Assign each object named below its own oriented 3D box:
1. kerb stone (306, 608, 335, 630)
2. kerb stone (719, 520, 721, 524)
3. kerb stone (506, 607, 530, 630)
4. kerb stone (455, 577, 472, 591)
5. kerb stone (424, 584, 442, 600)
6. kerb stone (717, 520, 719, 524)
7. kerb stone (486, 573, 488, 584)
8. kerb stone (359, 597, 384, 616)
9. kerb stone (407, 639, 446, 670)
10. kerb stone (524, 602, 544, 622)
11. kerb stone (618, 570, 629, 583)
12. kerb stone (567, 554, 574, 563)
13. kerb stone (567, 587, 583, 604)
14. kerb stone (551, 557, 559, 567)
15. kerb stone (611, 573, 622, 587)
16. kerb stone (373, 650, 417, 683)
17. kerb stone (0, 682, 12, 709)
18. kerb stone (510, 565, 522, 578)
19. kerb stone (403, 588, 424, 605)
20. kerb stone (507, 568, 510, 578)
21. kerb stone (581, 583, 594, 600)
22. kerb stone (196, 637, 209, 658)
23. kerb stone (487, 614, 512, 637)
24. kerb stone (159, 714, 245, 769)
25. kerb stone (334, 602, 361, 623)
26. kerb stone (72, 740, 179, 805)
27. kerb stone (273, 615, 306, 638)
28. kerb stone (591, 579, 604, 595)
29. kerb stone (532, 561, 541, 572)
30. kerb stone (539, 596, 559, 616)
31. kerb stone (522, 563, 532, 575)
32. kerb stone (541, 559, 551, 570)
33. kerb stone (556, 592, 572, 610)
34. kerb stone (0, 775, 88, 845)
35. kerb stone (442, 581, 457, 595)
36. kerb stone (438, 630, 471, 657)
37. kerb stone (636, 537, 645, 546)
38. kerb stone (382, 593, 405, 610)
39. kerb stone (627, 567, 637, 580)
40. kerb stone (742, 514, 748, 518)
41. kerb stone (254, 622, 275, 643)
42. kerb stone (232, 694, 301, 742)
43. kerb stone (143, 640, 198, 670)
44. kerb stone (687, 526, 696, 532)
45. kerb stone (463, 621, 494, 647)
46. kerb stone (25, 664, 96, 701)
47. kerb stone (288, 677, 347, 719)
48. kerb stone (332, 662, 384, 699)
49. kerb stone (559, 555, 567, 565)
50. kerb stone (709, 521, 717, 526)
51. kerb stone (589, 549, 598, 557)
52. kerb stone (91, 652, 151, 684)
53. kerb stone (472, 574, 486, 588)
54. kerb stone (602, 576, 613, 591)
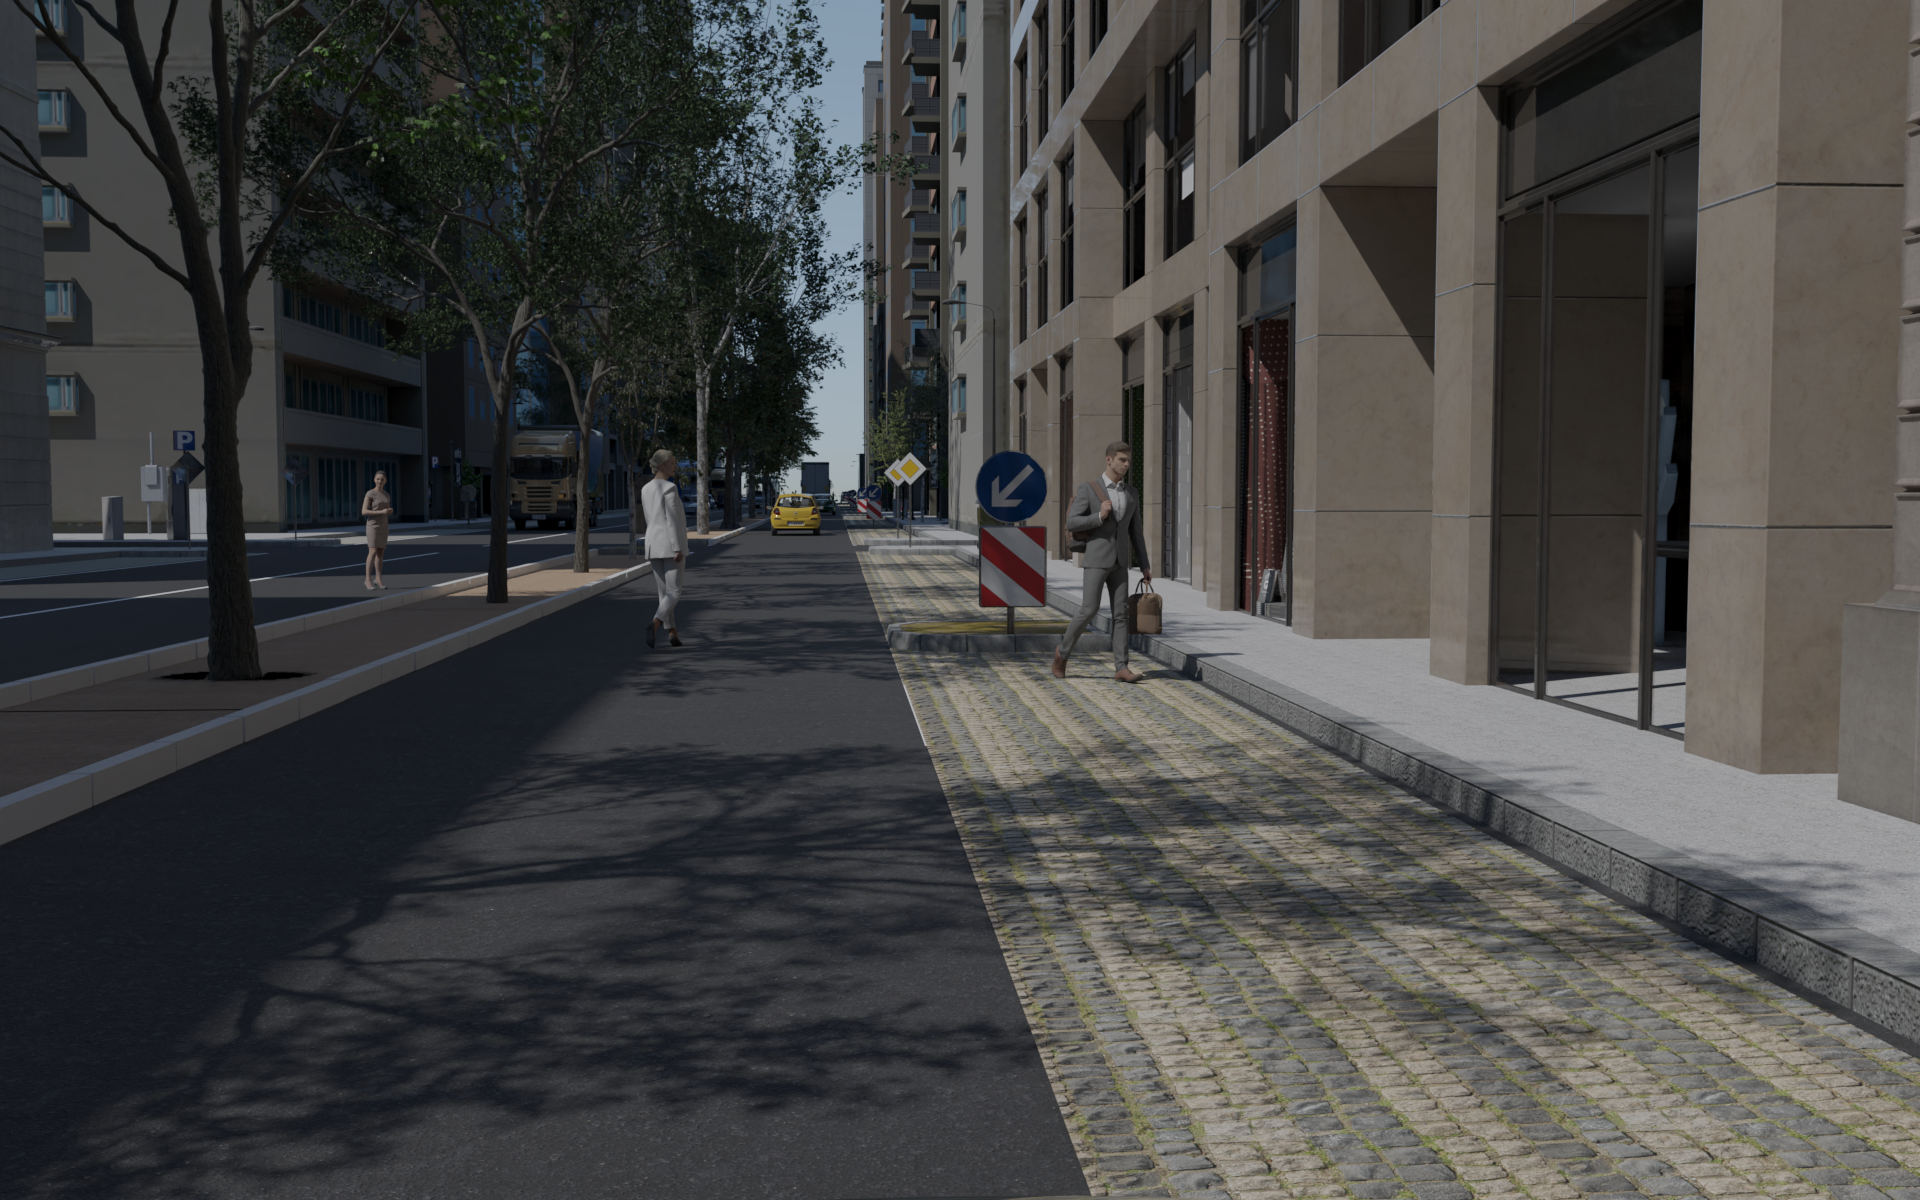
[{"bbox_3d":[-6.913,0.225,18.517,0.120,0.150,1.000,0,4,-4],"label":"kerb stone"},{"bbox_3d":[-11.473,-3.623,81.433,0.120,0.150,1.000,0,4,-4],"label":"kerb stone"},{"bbox_3d":[-4.816,0.215,18.672,0.120,0.150,1.000,0,4,-4],"label":"kerb stone"},{"bbox_3d":[-7.435,-0.210,25.658,0.120,0.150,1.000,0,4,-4],"label":"kerb stone"},{"bbox_3d":[-7.278,-0.087,23.619,0.120,0.150,1.000,0,4,-4],"label":"kerb stone"},{"bbox_3d":[-11.413,-3.560,80.404,0.120,0.150,1.000,0,4,-4],"label":"kerb stone"},{"bbox_3d":[-7.577,-0.337,27.702,0.120,0.150,1.000,0,4,-4],"label":"kerb stone"},{"bbox_3d":[-7.063,0.100,20.560,0.120,0.150,1.000,0,4,-4],"label":"kerb stone"},{"bbox_3d":[-4.519,0.466,14.578,0.120,0.150,1.000,0,4,-4],"label":"kerb stone"},{"bbox_3d":[-4.904,0.153,19.691,0.120,0.150,1.000,0,4,-4],"label":"kerb stone"},{"bbox_3d":[-5.491,-0.347,27.872,0.120,0.150,1.000,0,4,-4],"label":"kerb stone"},{"bbox_3d":[-8.188,-0.838,35.898,0.120,0.150,1.000,0,4,-4],"label":"kerb stone"},{"bbox_3d":[-5.119,-0.031,22.765,0.120,0.150,1.000,0,4,-4],"label":"kerb stone"},{"bbox_3d":[-8.029,-0.713,33.848,0.120,0.150,1.000,0,4,-4],"label":"kerb stone"},{"bbox_3d":[-5.407,-0.285,26.849,0.120,0.150,1.000,0,4,-4],"label":"kerb stone"},{"bbox_3d":[-4.454,0.529,13.553,0.120,0.150,1.000,0,4,-4],"label":"kerb stone"},{"bbox_3d":[-6.396,0.666,11.365,0.120,0.150,1.000,0,4,-4],"label":"kerb stone"},{"bbox_3d":[-7.721,-0.462,29.751,0.120,0.150,1.000,0,4,-4],"label":"kerb stone"},{"bbox_3d":[-7.205,-0.024,22.599,0.120,0.150,1.000,0,4,-4],"label":"kerb stone"},{"bbox_3d":[-7.658,-0.400,28.731,0.120,0.150,1.000,0,4,-4],"label":"kerb stone"},{"bbox_3d":[-5.191,-0.091,23.785,0.120,0.150,1.000,0,4,-4],"label":"kerb stone"},{"bbox_3d":[-6.684,0.412,15.459,0.120,0.150,1.000,0,4,-4],"label":"kerb stone"},{"bbox_3d":[-4.744,0.278,17.653,0.120,0.150,1.000,0,4,-4],"label":"kerb stone"},{"bbox_3d":[-4.155,0.778,9.472,0.120,0.150,1.000,0,4,-4],"label":"kerb stone"},{"bbox_3d":[-6.985,0.162,19.540,0.120,0.150,1.000,0,4,-4],"label":"kerb stone"},{"bbox_3d":[-4.079,0.841,8.453,0.120,0.150,1.000,0,4,-4],"label":"kerb stone"},{"bbox_3d":[-6.843,0.287,17.497,0.120,0.150,1.000,0,4,-4],"label":"kerb stone"},{"bbox_3d":[-5.266,-0.160,24.810,0.120,0.150,1.000,0,4,-4],"label":"kerb stone"},{"bbox_3d":[-7.879,-0.588,31.806,0.120,0.150,1.000,0,4,-4],"label":"kerb stone"},{"bbox_3d":[-4.969,0.091,20.711,0.120,0.150,1.000,0,4,-4],"label":"kerb stone"},{"bbox_3d":[-7.797,-0.525,30.774,0.120,0.150,1.000,0,4,-4],"label":"kerb stone"},{"bbox_3d":[-7.951,-0.648,32.826,0.120,0.150,1.000,0,4,-4],"label":"kerb stone"},{"bbox_3d":[-5.042,0.031,21.736,0.120,0.150,1.000,0,4,-4],"label":"kerb stone"},{"bbox_3d":[-4.003,0.903,7.434,0.120,0.150,1.000,0,4,-4],"label":"kerb stone"},{"bbox_3d":[-7.362,-0.145,24.639,0.120,0.150,1.000,0,4,-4],"label":"kerb stone"},{"bbox_3d":[-4.594,0.405,15.597,0.120,0.150,1.000,0,4,-4],"label":"kerb stone"},{"bbox_3d":[-9.181,-1.685,49.738,0.120,0.150,1.000,0,4,-4],"label":"kerb stone"},{"bbox_3d":[-7.134,0.038,21.579,0.120,0.150,1.000,0,4,-4],"label":"kerb stone"},{"bbox_3d":[-5.556,-0.408,28.901,0.120,0.150,1.000,0,4,-4],"label":"kerb stone"},{"bbox_3d":[-13.482,-5.311,109.038,0.120,0.150,1.000,0,4,-4],"label":"kerb stone"},{"bbox_3d":[-6.766,0.350,16.478,0.120,0.150,1.000,0,4,-4],"label":"kerb stone"},{"bbox_3d":[-4.223,0.716,10.493,0.120,0.150,1.000,0,4,-4],"label":"kerb stone"},{"bbox_3d":[-6.619,0.474,14.439,0.120,0.150,1.000,0,4,-4],"label":"kerb stone"},{"bbox_3d":[-10.442,-2.747,67.118,0.120,0.150,1.000,0,4,-4],"label":"kerb stone"},{"bbox_3d":[-4.662,0.341,16.624,0.120,0.150,1.000,0,4,-4],"label":"kerb stone"},{"bbox_3d":[-6.474,0.602,12.390,0.120,0.150,1.000,0,4,-4],"label":"kerb stone"},{"bbox_3d":[-4.296,0.657,11.513,0.120,0.150,1.000,0,4,-4],"label":"kerb stone"},{"bbox_3d":[-4.380,0.591,12.531,0.120,0.150,1.000,0,4,-4],"label":"kerb stone"},{"bbox_3d":[-8.100,-0.776,34.876,0.120,0.150,1.000,0,4,-4],"label":"kerb stone"},{"bbox_3d":[-11.331,-3.495,79.386,0.120,0.150,1.000,0,4,-4],"label":"kerb stone"},{"bbox_3d":[-8.475,-1.088,39.992,0.120,0.150,1.000,0,4,-4],"label":"kerb stone"},{"bbox_3d":[-6.548,0.540,13.410,0.120,0.150,1.000,0,4,-4],"label":"kerb stone"},{"bbox_3d":[-7.503,-0.274,26.682,0.120,0.150,1.000,0,4,-4],"label":"kerb stone"},{"bbox_3d":[-5.341,-0.221,25.829,0.120,0.150,1.000,0,4,-4],"label":"kerb stone"}]
